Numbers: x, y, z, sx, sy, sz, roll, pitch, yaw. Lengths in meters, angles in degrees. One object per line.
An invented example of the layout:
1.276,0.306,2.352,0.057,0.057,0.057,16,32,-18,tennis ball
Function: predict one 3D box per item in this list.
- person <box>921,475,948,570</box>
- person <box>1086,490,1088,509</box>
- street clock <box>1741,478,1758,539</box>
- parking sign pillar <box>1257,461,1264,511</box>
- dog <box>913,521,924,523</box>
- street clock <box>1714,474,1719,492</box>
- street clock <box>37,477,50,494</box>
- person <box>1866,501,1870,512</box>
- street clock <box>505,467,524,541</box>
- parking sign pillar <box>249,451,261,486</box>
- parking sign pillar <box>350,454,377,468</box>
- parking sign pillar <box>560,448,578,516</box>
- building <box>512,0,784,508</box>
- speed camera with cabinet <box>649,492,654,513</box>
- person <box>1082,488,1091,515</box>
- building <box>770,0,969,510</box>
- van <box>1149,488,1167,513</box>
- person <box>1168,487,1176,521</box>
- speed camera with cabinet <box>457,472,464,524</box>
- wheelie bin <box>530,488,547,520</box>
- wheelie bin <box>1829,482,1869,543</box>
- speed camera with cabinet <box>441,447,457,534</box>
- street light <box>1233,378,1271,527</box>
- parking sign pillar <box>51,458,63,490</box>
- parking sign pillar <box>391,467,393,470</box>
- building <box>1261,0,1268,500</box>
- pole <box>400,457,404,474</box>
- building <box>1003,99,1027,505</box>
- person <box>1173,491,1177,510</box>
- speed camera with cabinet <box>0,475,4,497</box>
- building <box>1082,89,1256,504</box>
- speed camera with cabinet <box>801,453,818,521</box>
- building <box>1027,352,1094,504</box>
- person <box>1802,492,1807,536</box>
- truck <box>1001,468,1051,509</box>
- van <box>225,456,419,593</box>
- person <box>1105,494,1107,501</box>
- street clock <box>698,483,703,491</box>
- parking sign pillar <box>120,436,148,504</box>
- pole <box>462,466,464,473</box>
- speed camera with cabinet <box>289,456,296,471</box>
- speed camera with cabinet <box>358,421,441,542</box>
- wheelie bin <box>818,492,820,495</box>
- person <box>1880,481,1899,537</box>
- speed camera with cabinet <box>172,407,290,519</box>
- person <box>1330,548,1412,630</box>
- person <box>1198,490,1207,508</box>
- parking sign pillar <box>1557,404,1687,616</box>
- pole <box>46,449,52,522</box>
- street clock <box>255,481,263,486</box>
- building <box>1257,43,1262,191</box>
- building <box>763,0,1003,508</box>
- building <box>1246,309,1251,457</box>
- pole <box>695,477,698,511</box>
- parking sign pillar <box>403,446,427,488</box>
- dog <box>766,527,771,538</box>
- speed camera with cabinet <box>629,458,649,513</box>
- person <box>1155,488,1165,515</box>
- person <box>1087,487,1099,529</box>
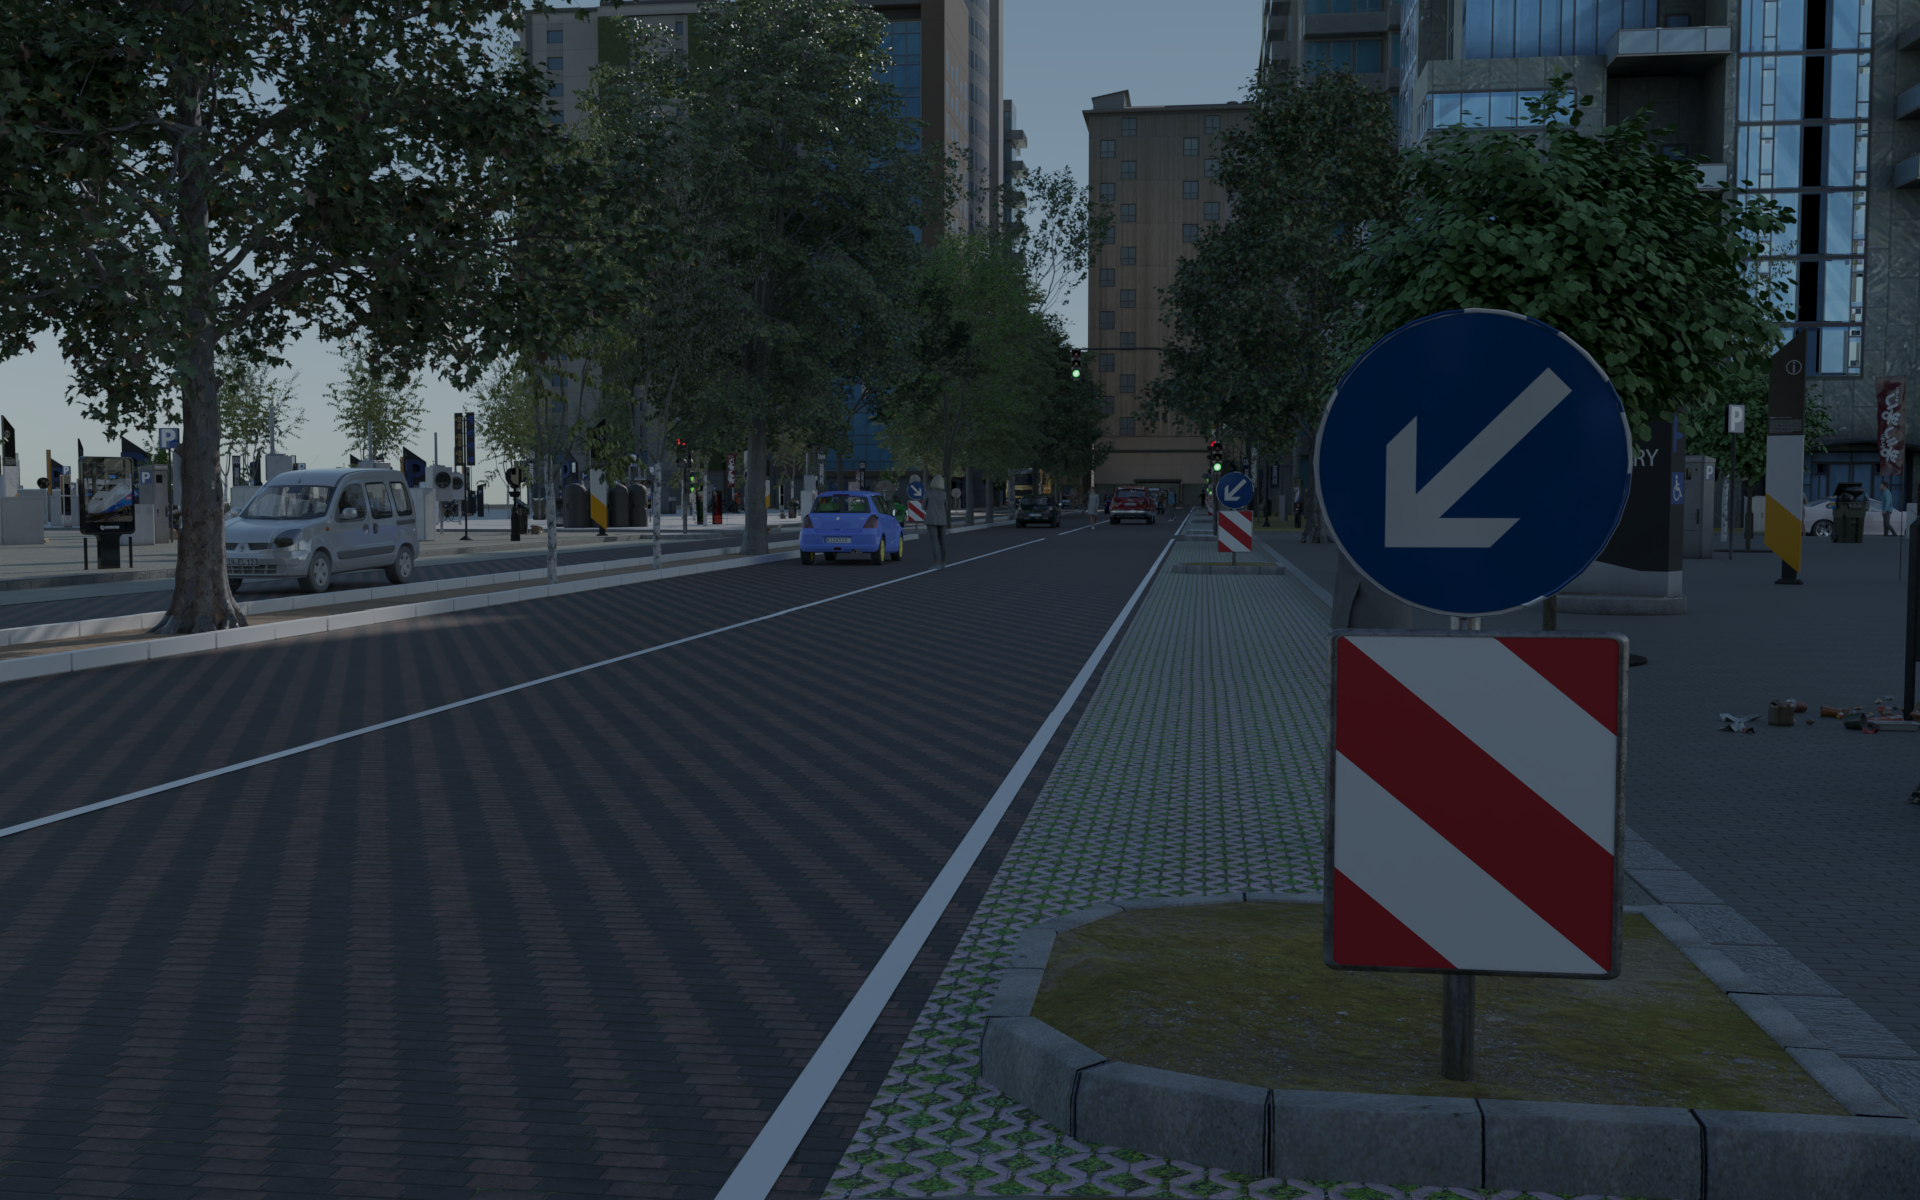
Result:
-0.499,-1.491,33.058,0.537,1.800,0.526,-1,4,-17,person
12.245,-9.652,166.389,0.705,1.814,1.350,0,4,0,person
22.740,-2.770,49.861,0.358,2.002,0.471,-3,5,-43,street clock
23.201,-8.910,134.157,1.447,3.967,1.447,1,4,18,parking sign pillar
-2.072,-4.072,86.771,0.550,0.427,0.748,0,4,1,dog
18.749,-2.380,43.477,0.471,2.002,0.358,-1,4,-9,street clock
-39.298,-4.264,74.283,0.471,2.002,0.358,-2,4,-35,street clock
27.370,-2.693,52.871,0.623,1.781,0.721,-2,4,-33,person
-12.114,-2.604,47.141,0.358,2.002,0.471,3,4,37,street clock
-41.985,-7.019,103.233,1.447,3.967,1.447,-1,4,-12,parking sign pillar
-39.830,-7.739,115.011,1.447,3.967,1.447,0,4,-7,parking sign pillar
-22.826,-6.903,101.336,1.447,3.967,1.447,-3,5,-41,parking sign pillar
-37.418,-40.667,206.897,28.212,58.520,21.231,0,4,8,building
-20.929,-7.491,116.818,0.660,3.252,2.038,2,4,27,speed camera with cabinet
8.727,-6.690,117.848,0.822,1.834,0.622,1,4,22,person
-7.073,-30.349,146.310,14.600,45.320,14.200,0,4,8,building
14.623,-7.556,130.557,2.013,2.044,4.112,0,4,6,van
11.199,-5.057,91.526,0.444,1.785,0.601,2,4,32,person
-21.864,-4.793,72.695,2.038,3.252,0.660,-1,4,-21,speed camera with cabinet
-20.891,-4.786,86.165,0.980,1.594,0.693,0,4,6,wheelie bin
23.398,-2.300,45.508,0.980,1.594,0.693,0,4,-2,wheelie bin
-17.157,-3.704,54.903,2.038,3.252,0.660,-3,5,-42,speed camera with cabinet
11.438,-5.811,67.556,1.470,5.913,1.316,0,4,8,street light
-65.939,-8.459,126.769,1.447,3.967,1.447,0,4,-7,parking sign pillar
-39.122,-7.903,117.694,1.447,3.967,1.447,-3,5,-41,parking sign pillar
31.722,-28.067,142.484,14.154,41.232,14.086,0,4,8,building
-30.311,-6.134,94.140,0.158,3.312,0.155,0,3,0,pole
-7.835,-35.610,201.832,30.456,49.044,23.786,0,4,8,building
19.838,-9.222,160.206,0.541,1.710,0.530,-2,4,-35,person
-45.021,-5.409,82.777,0.660,3.252,2.038,1,4,21,speed camera with cabinet
31.057,-39.386,233.198,27.495,52.752,28.713,0,4,8,building
-7.184,-5.401,82.639,0.660,3.252,2.038,0,4,2,speed camera with cabinet
3.128,-24.035,238.018,28.899,21.520,27.650,0,4,8,building
25.962,-2.738,53.613,0.599,1.781,0.374,-1,4,-12,person
5.257,-8.391,133.111,3.469,3.379,9.791,1,4,9,truck
-9.877,-1.192,26.495,2.013,2.044,4.112,1,4,9,van
15.069,-10.215,178.767,0.557,1.426,1.065,1,4,18,person
-17.347,-6.797,115.701,0.358,2.002,0.471,-2,4,-28,street clock
-38.145,-5.609,80.183,1.447,3.967,1.447,0,4,-4,parking sign pillar
-32.337,-7.277,112.822,0.158,3.312,0.155,0,3,0,pole
-15.307,-2.726,38.904,0.660,3.252,2.038,-1,4,-16,speed camera with cabinet
-15.341,-3.234,47.209,2.038,3.252,0.660,1,4,15,speed camera with cabinet
-10.128,-6.875,120.320,0.980,1.594,0.693,2,4,28,wheelie bin
28.389,-2.717,52.936,0.620,1.820,0.660,2,4,25,person
-14.783,-2.491,35.066,2.038,3.252,0.660,-1,4,-14,speed camera with cabinet
1.663,0.095,6.745,0.447,1.846,0.655,0,4,1,person
23.291,-9.641,165.757,1.348,1.869,0.705,3,4,38,person
7.180,-1.859,18.868,1.447,3.967,1.447,3,5,43,parking sign pillar
-41.640,-5.221,79.207,0.158,3.312,0.155,0,3,0,pole
-40.275,-5.810,99.570,0.358,2.002,0.471,1,4,9,street clock
39.092,-31.133,163.647,22.147,44.769,28.867,0,4,8,building
-7.855,-38.250,167.389,21.231,58.520,28.212,0,4,8,building
40.202,-26.223,200.440,14.160,30.474,14.107,0,4,8,building
-20.249,-8.528,133.274,0.158,3.312,0.155,0,3,0,pole
-30.577,-6.658,97.335,1.447,3.967,1.447,-3,4,-36,parking sign pillar
-5.584,-1.797,48.664,0.540,0.507,0.406,-1,4,-9,dog
-18.275,-6.155,94.973,2.038,3.252,0.660,-1,4,-9,speed camera with cabinet
13.813,-6.802,119.625,0.656,1.842,0.836,0,4,-6,person
5.417,-3.752,70.592,0.466,1.731,0.760,0,4,-4,person
